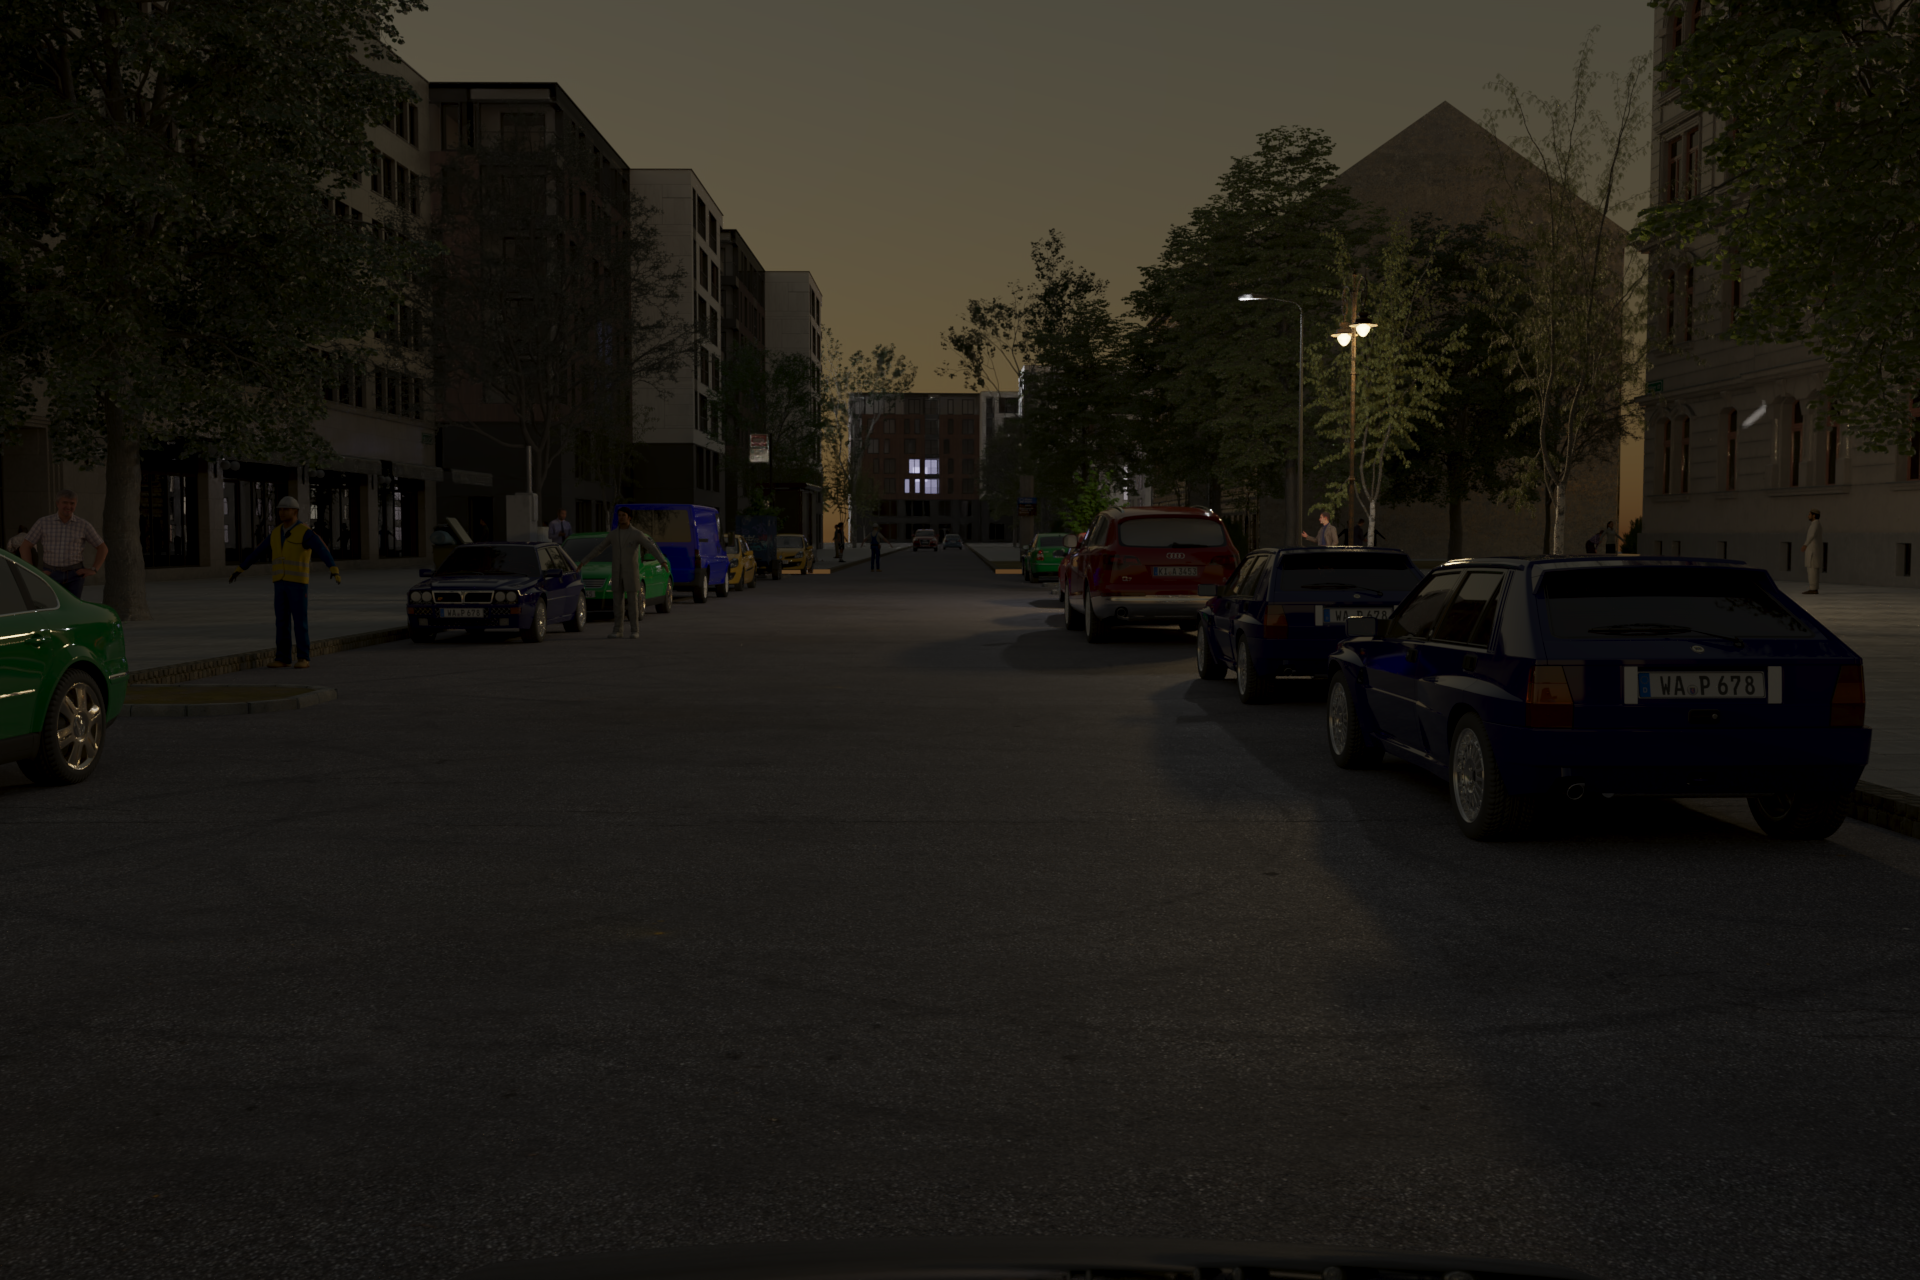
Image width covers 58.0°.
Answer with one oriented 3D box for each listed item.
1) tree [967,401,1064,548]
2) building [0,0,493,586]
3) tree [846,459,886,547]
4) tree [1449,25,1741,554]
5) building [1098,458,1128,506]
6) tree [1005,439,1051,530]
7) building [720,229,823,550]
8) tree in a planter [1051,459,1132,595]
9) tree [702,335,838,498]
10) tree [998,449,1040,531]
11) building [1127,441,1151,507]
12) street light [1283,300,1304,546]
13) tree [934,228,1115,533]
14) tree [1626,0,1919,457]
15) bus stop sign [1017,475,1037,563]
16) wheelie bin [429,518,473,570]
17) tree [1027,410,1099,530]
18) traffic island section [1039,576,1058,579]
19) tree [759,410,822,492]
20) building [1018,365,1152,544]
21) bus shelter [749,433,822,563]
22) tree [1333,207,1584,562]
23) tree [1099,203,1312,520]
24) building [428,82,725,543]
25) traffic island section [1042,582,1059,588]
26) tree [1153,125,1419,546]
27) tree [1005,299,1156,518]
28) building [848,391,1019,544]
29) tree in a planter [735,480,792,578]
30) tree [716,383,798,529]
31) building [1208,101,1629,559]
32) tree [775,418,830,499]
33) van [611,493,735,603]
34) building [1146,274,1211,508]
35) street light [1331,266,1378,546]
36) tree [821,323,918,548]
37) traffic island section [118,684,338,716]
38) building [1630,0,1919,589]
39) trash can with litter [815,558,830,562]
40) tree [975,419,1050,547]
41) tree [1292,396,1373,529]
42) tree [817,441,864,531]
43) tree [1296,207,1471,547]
[{"bbox_3d":[5.688,-15.102,157.295,12.009,13.543,11.850,0,3,0],"label":"tree"},{"bbox_3d":[-30.973,-15.433,54.495,24.374,26.755,37.873,0,3,0],"label":"building"},{"bbox_3d":[-9.259,-13.342,168.506,4.737,8.622,4.395,0,3,0],"label":"tree"},{"bbox_3d":[8.880,-4.627,26.018,4.360,8.622,3.978,0,3,0],"label":"tree"},{"bbox_3d":[21.014,-15.243,191.372,9.099,9.664,28.070,0,4,-1],"label":"building"},{"bbox_3d":[5.578,-11.240,134.139,4.737,8.622,4.395,0,3,0],"label":"tree"},{"bbox_3d":[-25.605,-17.647,132.496,27.936,21.610,32.646,0,4,0],"label":"building"},{"bbox_3d":[3.186,-2.701,41.389,1.991,3.239,1.994,0,4,1],"label":"tree in a planter"},{"bbox_3d":[-10.050,-10.140,91.550,9.928,11.665,9.643,0,3,0],"label":"tree"},{"bbox_3d":[5.506,-11.857,144.222,4.737,8.622,4.395,0,3,0],"label":"tree"},{"bbox_3d":[19.616,-12.246,142.364,9.099,9.664,28.070,0,4,0],"label":"building"},{"bbox_3d":[7.149,-3.735,33.610,1.470,5.913,1.316,0,4,-1],"label":"street light"},{"bbox_3d":[4.722,-15.549,110.117,12.611,20.169,13.585,0,3,0],"label":"tree"},{"bbox_3d":[9.242,-5.904,14.658,7.486,12.596,7.792,0,3,0],"label":"tree"},{"bbox_3d":[3.015,-5.445,78.047,0.837,3.901,0.837,0,4,-1],"label":"bus stop sign"},{"bbox_3d":[-9.758,-1.548,33.214,0.693,1.594,0.980,0,4,-1],"label":"wheelie bin"},{"bbox_3d":[6.372,-8.927,96.326,4.360,8.622,3.978,0,3,0],"label":"tree"},{"bbox_3d":[3.166,-2.015,55.807,1.991,0.108,1.994,0,4,-1],"label":"traffic island section"},{"bbox_3d":[-9.908,-9.188,100.588,4.360,8.622,3.978,0,3,0],"label":"tree"},{"bbox_3d":[21.447,-23.354,225.818,27.936,21.610,32.646,0,4,-1],"label":"building"},{"bbox_3d":[-7.240,-5.752,71.682,2.179,5.291,8.768,0,4,1],"label":"bus shelter"},{"bbox_3d":[19.113,-9.794,66.793,9.857,13.997,8.962,0,3,0],"label":"tree"},{"bbox_3d":[8.533,-8.683,60.099,7.486,12.596,7.792,0,3,0],"label":"tree"},{"bbox_3d":[-28.892,-15.345,94.873,27.936,21.610,32.646,0,4,-1],"label":"building"},{"bbox_3d":[3.252,-1.492,47.254,1.991,0.108,1.994,0,4,0],"label":"traffic island section"},{"bbox_3d":[9.002,-8.012,49.121,7.486,12.596,7.792,0,3,0],"label":"tree"},{"bbox_3d":[6.070,-10.107,83.375,7.486,12.596,7.792,0,3,0],"label":"tree"},{"bbox_3d":[-0.229,-25.259,259.419,32.646,21.610,27.936,0,4,-5],"label":"building"},{"bbox_3d":[-6.584,-3.651,56.913,1.991,3.239,1.994,0,4,1],"label":"tree in a planter"},{"bbox_3d":[-9.642,-8.173,83.984,4.360,8.622,3.978,0,3,0],"label":"tree"},{"bbox_3d":[24.599,-16.300,97.439,19.493,23.208,18.063,0,4,0],"label":"building"},{"bbox_3d":[-9.987,-9.702,108.982,4.737,8.622,4.395,0,3,0],"label":"tree"},{"bbox_3d":[-6.179,-2.020,37.403,2.240,2.365,5.245,0,3,0],"label":"van"},{"bbox_3d":[23.182,-17.420,115.741,19.493,23.208,18.063,0,4,0],"label":"building"},{"bbox_3d":[6.833,-3.510,30.169,0.468,5.910,1.993,0,4,0],"label":"street light"},{"bbox_3d":[-11.004,-18.432,157.256,12.611,20.169,13.585,0,3,0],"label":"tree"},{"bbox_3d":[-6.410,0.506,14.593,1.991,0.108,1.994,0,4,0],"label":"traffic island section"},{"bbox_3d":[28.598,-15.768,45.202,14.401,28.519,23.554,0,4,0],"label":"building"},{"bbox_3d":[-6.908,-4.317,81.642,1.678,1.210,2.233,0,4,0],"label":"trash can with litter"},{"bbox_3d":[4.933,-15.332,168.798,7.486,12.596,7.792,0,3,0],"label":"tree"},{"bbox_3d":[16.952,-7.928,79.979,4.360,8.622,3.978,0,3,0],"label":"tree"},{"bbox_3d":[-9.254,-11.363,136.142,4.737,8.622,4.395,0,3,0],"label":"tree"},{"bbox_3d":[9.597,-5.486,40.066,4.737,8.622,4.395,0,3,0],"label":"tree"}]
